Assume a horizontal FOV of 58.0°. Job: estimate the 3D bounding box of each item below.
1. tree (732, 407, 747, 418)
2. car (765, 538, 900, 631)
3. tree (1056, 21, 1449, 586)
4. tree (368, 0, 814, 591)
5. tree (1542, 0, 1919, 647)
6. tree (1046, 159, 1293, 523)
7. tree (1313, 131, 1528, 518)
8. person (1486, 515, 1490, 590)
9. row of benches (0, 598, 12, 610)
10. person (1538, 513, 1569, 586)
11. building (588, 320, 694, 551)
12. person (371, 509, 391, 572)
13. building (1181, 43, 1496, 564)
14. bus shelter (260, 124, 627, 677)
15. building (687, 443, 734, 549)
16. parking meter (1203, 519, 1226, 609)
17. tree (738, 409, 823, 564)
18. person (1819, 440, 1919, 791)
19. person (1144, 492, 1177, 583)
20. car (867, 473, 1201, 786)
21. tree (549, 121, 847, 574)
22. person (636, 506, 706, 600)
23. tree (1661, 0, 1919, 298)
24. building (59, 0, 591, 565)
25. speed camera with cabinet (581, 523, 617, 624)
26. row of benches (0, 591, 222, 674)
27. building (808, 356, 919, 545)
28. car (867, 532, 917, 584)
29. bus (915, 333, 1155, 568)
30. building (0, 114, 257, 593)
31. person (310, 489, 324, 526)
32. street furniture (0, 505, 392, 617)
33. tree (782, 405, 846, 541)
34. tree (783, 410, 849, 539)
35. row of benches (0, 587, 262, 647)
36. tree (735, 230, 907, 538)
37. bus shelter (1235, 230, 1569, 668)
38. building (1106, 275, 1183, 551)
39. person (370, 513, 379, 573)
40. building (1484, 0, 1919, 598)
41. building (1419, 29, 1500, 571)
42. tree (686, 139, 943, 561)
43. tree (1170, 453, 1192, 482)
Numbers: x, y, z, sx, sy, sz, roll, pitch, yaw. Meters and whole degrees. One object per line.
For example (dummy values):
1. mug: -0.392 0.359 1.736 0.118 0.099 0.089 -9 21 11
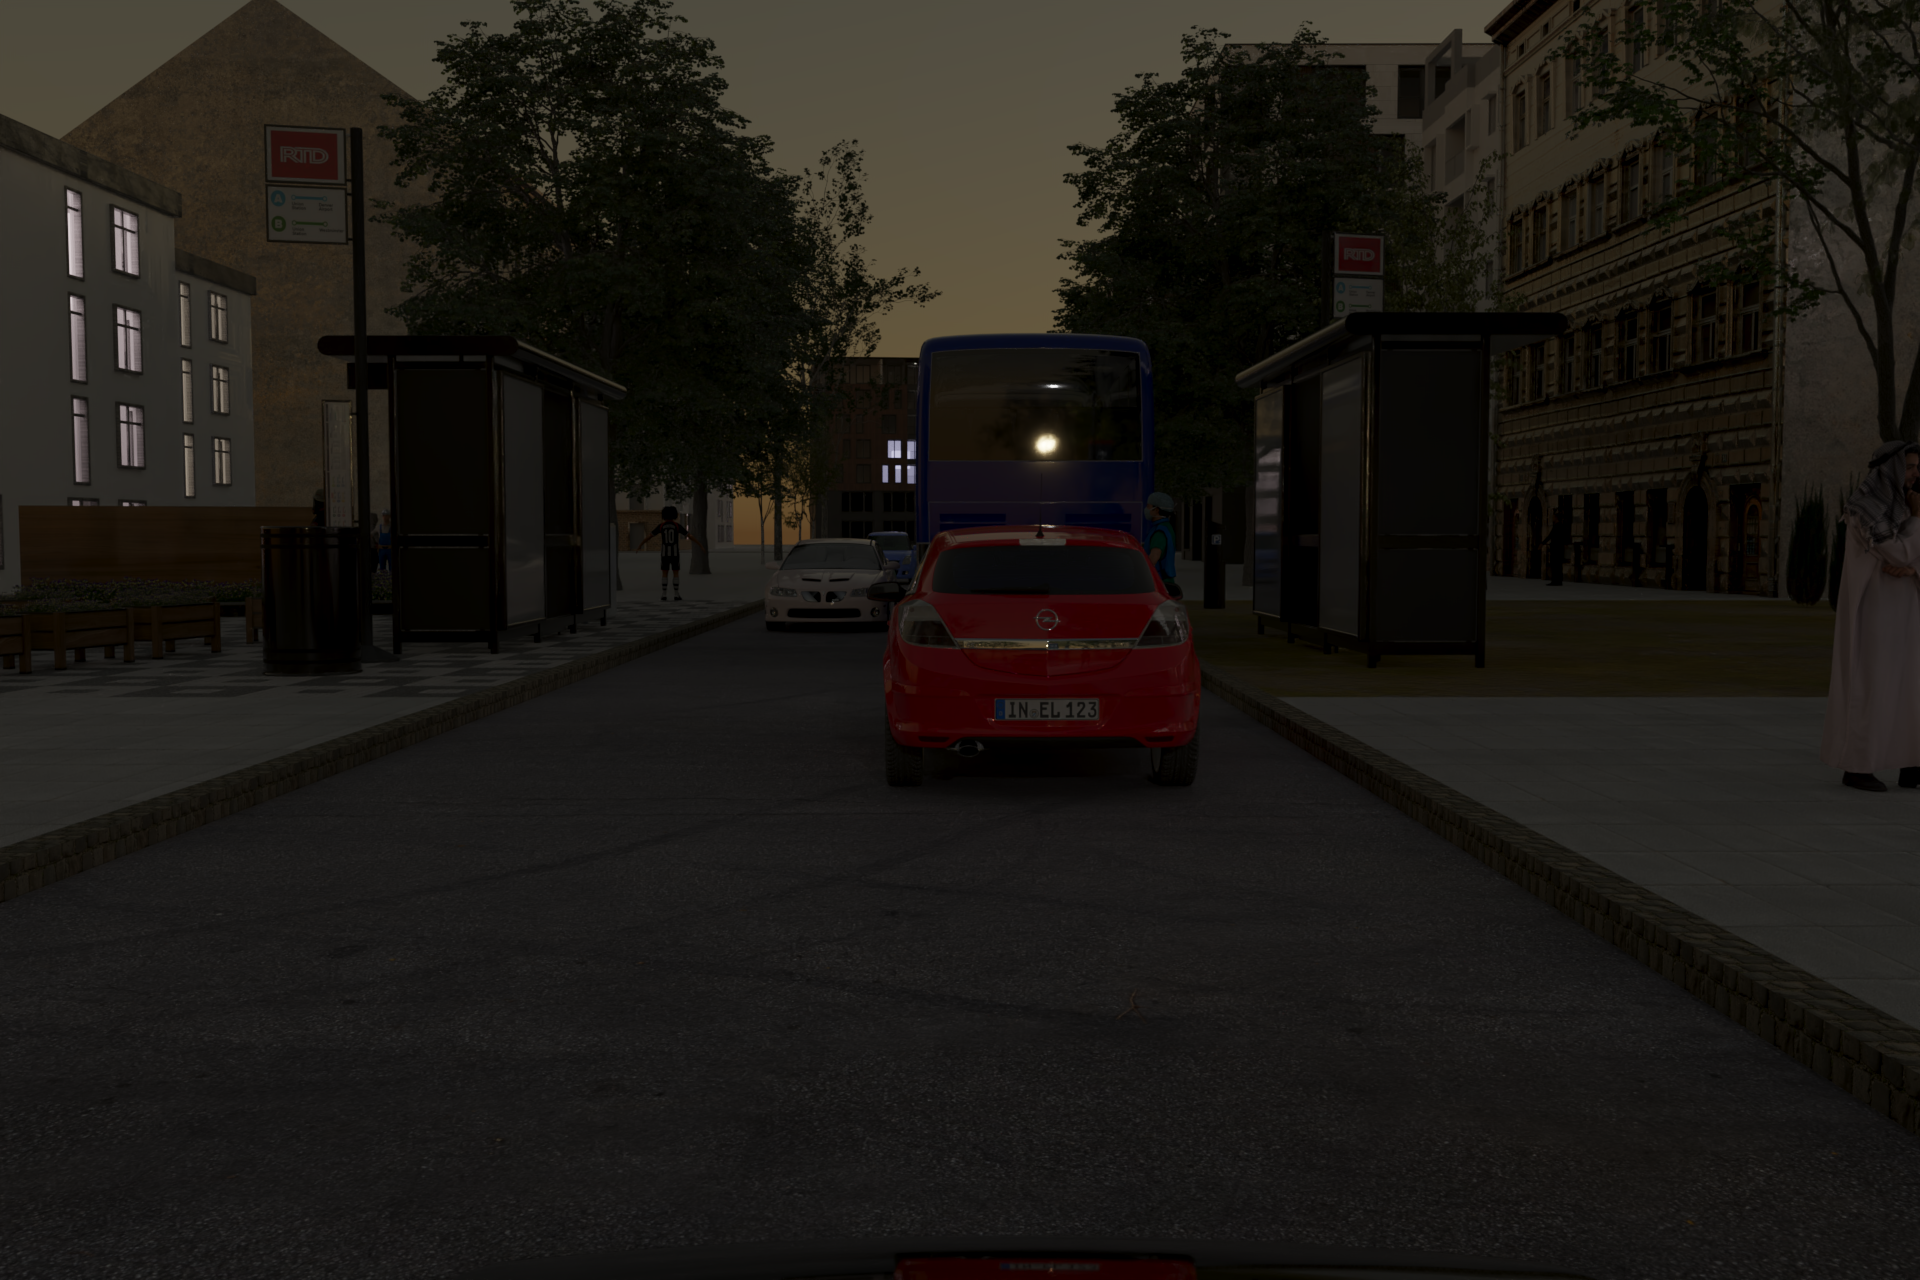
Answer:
1. tree: -29.299 -21.425 206.193 12.611 20.169 13.585 0 3 0
2. car: -1.959 -0.908 27.208 2.083 1.381 4.827 0 3 0
3. tree: 7.196 -8.303 42.417 9.857 13.997 8.962 0 3 0
4. tree: -8.137 -8.097 39.034 9.857 13.997 8.962 0 3 0
5. tree: 10.442 -5.702 18.992 9.928 11.665 9.643 0 3 0
6. tree: 7.024 -9.403 60.390 9.857 13.997 8.962 0 3 0
7. tree: 8.585 -4.965 31.547 4.737 8.622 4.395 0 3 0
8. person: 11.450 -1.927 38.235 0.721 1.740 1.216 1 4 18
9. row of benches: -10.510 -0.055 16.360 1.422 0.672 4.104 1 4 9
10. person: 14.770 -2.245 42.924 1.346 1.802 0.704 -3 5 -42
11. building: -27.321 -16.879 132.385 16.016 20.090 11.380 0 4 1
12. person: -12.876 -2.021 38.895 1.347 1.847 0.705 0 4 1
13. building: 25.083 -14.971 88.757 27.936 21.610 32.646 0 4 0
14. bus shelter: -5.726 -2.577 19.772 2.179 5.291 8.768 0 3 0
15. building: -25.808 -13.541 163.534 9.099 9.664 28.070 0 4 -1
16. parking meter: 4.383 -1.308 29.801 0.372 1.533 0.369 0 3 0
17. tree: -8.534 -7.504 73.045 4.360 8.622 3.978 0 3 0
18. person: 4.645 -0.118 8.641 0.621 1.740 0.551 3 5 41
19. person: 1.811 -0.456 16.044 0.704 1.817 1.347 1 4 16
20. car: 0.445 -0.139 11.319 2.155 1.783 4.494 0 4 0
21. tree: -8.303 -9.084 55.186 9.857 13.997 8.962 0 3 0
22. person: -5.607 -1.676 33.544 1.345 1.843 0.704 0 4 -3
23. tree: 7.422 -3.759 11.816 4.360 8.622 3.978 0 3 0
24. building: -28.277 -15.224 79.845 19.493 23.208 18.063 0 4 0
25. speed camera with cabinet: -5.549 -1.905 25.490 0.660 3.252 2.038 0 4 0
26. row of benches: -8.649 -0.090 16.936 1.422 0.672 4.104 1 4 11
27. building: -1.575 -22.225 209.816 32.646 21.610 27.936 0 4 -7
28. car: -2.080 -2.492 50.339 1.945 1.707 3.694 0 3 0
29. bus: 0.739 -2.002 24.286 2.896 3.916 12.251 0 4 -1
30. building: -23.690 -6.154 42.764 9.099 9.664 28.070 0 4 0
31. person: -8.075 -0.990 21.963 0.705 1.856 1.354 1 4 14
32. street furniture: -11.682 -1.349 28.911 11.010 1.723 9.812 -1 4 -18
33. tree: -8.774 -8.715 92.857 4.360 8.622 3.978 0 3 0
34. tree: -8.425 -9.106 99.249 4.737 8.622 4.395 0 3 0
35. row of benches: -9.168 -0.288 20.168 4.104 0.672 1.422 -1 4 -16
36. tree: -9.593 -15.572 110.493 12.611 20.169 13.585 0 3 0
37. bus shelter: 4.640 -2.633 20.681 2.179 5.291 8.768 0 4 -1
38. building: 25.749 -18.350 143.997 27.936 21.610 32.646 0 4 0
39. person: -14.620 -2.271 43.258 0.705 1.813 1.348 -2 4 -31
40. building: 25.458 -12.973 43.044 19.493 23.208 18.063 0 4 0
41. building: 23.079 -12.848 66.481 16.016 20.090 11.380 0 4 0
42. tree: -7.548 -13.867 82.609 12.611 20.169 13.585 0 3 0
43. tree: 6.508 -8.376 71.361 8.767 10.594 7.601 0 4 3
